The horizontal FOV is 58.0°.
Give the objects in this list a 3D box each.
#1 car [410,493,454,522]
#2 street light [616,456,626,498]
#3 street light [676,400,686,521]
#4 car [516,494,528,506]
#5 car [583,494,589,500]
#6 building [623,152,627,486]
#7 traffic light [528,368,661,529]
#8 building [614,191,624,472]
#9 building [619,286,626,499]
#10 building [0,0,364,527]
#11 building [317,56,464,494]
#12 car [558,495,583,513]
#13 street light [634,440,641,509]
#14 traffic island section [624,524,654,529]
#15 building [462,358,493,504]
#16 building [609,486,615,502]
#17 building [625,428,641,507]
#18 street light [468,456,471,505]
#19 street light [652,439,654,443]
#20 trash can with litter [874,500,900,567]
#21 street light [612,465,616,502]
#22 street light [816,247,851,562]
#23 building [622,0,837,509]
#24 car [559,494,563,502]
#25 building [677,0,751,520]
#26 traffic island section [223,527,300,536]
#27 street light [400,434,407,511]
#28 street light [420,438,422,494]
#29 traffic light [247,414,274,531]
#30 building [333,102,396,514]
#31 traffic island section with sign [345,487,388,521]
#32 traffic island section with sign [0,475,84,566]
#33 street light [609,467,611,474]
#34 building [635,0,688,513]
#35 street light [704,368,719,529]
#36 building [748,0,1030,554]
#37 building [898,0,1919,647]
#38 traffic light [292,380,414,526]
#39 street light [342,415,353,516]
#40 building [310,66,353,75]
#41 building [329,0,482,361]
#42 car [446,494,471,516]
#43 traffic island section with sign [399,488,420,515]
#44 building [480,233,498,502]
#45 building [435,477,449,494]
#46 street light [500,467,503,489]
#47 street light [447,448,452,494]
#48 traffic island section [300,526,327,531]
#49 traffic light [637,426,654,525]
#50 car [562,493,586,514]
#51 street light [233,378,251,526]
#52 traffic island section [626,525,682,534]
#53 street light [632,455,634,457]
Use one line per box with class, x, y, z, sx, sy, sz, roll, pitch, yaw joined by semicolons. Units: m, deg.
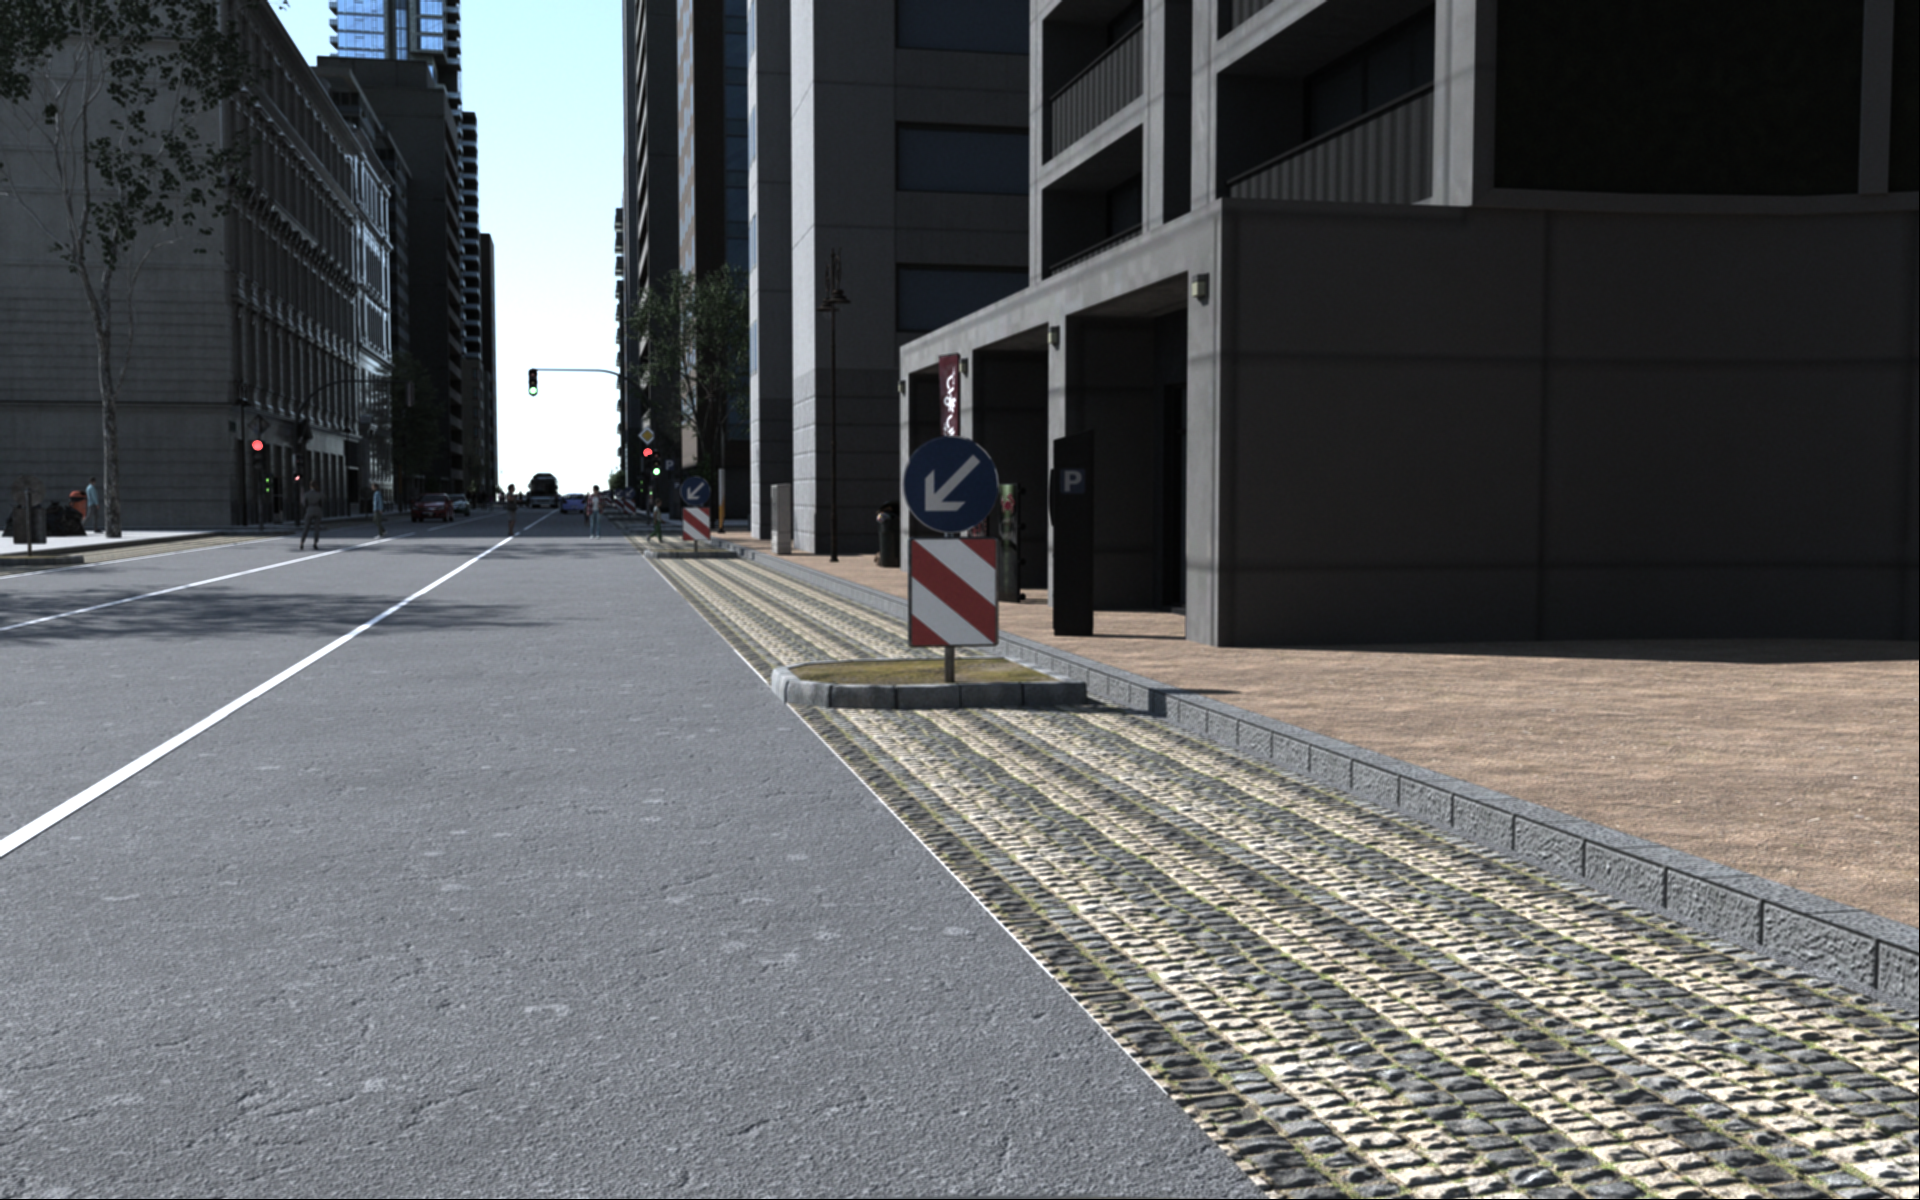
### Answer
car;-27.352;-4.942;89.836;2.155;1.783;4.494;-1;4;-10
street light;-43.037;-15.106;219.763;0.468;5.910;1.993;-1;4;-12
street light;-13.407;-6.759;83.297;0.468;5.910;1.993;-1;4;-12
car;-52.317;-11.873;205.928;2.131;1.459;4.920;-1;4;-13
car;-36.940;-9.703;168.871;2.015;1.641;3.980;-1;4;-11
building;-34.163;-34.461;213.554;14.600;45.320;14.200;-1;4;-12
traffic light;-13.226;-5.408;63.089;4.771;5.953;1.251;-1;4;-12
building;-41.067;-39.398;263.764;23.786;49.044;30.456;-1;4;-12
building;-40.349;-28.745;241.681;14.160;30.474;14.107;-1;4;-12
building;-41.078;-18.983;86.791;17.030;29.872;44.131;-1;4;-12
building;-68.413;-35.026;196.380;21.300;48.544;21.600;-1;4;-12
car;-29.861;-7.409;133.140;2.014;1.417;4.499;-1;4;-14
street light;-26.694;-10.492;144.327;0.468;5.910;1.993;-1;4;-12
traffic island section;-12.859;-3.016;71.597;2.009;0.180;2.903;-1;4;-12
building;-78.436;-23.826;234.593;27.650;21.520;28.899;-1;4;-12
building;-42.810;-36.672;291.463;32.217;40.220;23.993;-1;4;-12
building;-20.177;-52.002;162.905;22.319;86.520;31.000;-1;4;-12
street light;-58.012;-14.207;205.063;0.468;5.910;1.993;-1;4;-12
street light;-20.050;-8.631;113.903;0.468;5.910;1.993;-1;4;-12
trash can with litter;-1.294;-1.173;30.565;0.624;1.170;1.055;-1;4;-19
street light;-47.233;-16.239;238.299;0.468;5.910;1.993;-1;4;-12
street light;-2.386;-3.662;32.660;0.468;5.910;1.993;-1;4;-12
building;-26.597;-39.793;192.608;21.231;58.520;28.212;-1;4;-12
car;-61.656;-15.618;264.944;1.945;1.707;3.694;-1;4;-13
building;-7.839;-27.110;93.353;14.600;45.320;14.200;-1;4;-12
traffic island section;-24.588;-2.361;60.885;2.009;0.180;2.903;-1;4;-12
street light;-41.700;-9.621;130.089;0.468;5.910;1.993;-1;4;-12
street light;-44.776;-10.468;143.932;0.468;5.910;1.993;-1;4;-12
traffic light;-24.546;-4.394;60.759;0.839;4.253;0.868;-1;4;-12
building;-46.538;-20.351;118.641;13.634;28.700;20.117;-1;4;-12
traffic island section with sign;-31.178;-5.042;91.068;1.989;1.847;2.006;-1;4;-12
traffic island section with sign;-19.000;-1.621;35.130;1.989;1.847;2.006;-1;4;-12
street light;-54.099;-18.160;269.703;0.468;5.910;1.993;-1;4;-12
building;-12.672;-30.838;127.907;21.300;48.544;21.600;-1;4;-12
street light;-9.118;-5.561;63.718;0.468;5.910;1.993;-1;4;-12
building;4.187;-31.146;51.236;21.231;58.520;28.212;-1;4;-12
building;11.160;-35.513;18.894;20.563;71.187;20.611;-1;4;-12
traffic light;-24.221;-5.772;69.039;4.771;5.953;1.251;-1;4;-12
street light;-35.050;-7.732;99.212;0.468;5.910;1.993;-1;4;-12
building;-63.763;-27.983;149.397;32.217;40.220;23.993;-1;4;-12
building;-82.928;-58.077;262.226;22.319;86.520;31.000;-1;4;-12
car;-32.812;-6.154;112.417;2.131;1.459;4.920;-1;4;-14
traffic island section with sign;-36.924;-6.653;117.406;1.989;1.847;2.006;-1;4;-12
building;-84.113;-38.911;286.311;14.600;45.320;14.200;-1;4;-12
building;-68.577;-29.445;173.313;32.217;40.220;23.993;-1;4;-12
street light;-75.594;-19.135;285.650;0.468;5.910;1.993;-1;4;-12
street light;-51.303;-12.322;174.256;0.468;5.910;1.993;-1;4;-12
traffic island section;-26.288;-2.838;68.688;2.009;0.180;2.903;-1;4;-12
traffic light;-12.901;-5.049;71.475;0.839;4.253;0.868;-1;4;-12
car;-28.293;-7.201;127.328;1.945;1.707;3.694;-1;4;-10
street light;-28.497;-5.878;68.893;0.468;5.910;1.993;-1;4;-12
traffic island section;-11.159;-2.539;63.795;2.009;0.180;2.903;-1;4;-12
street light;-29.731;-11.335;158.117;0.468;5.910;1.993;-1;4;-12
